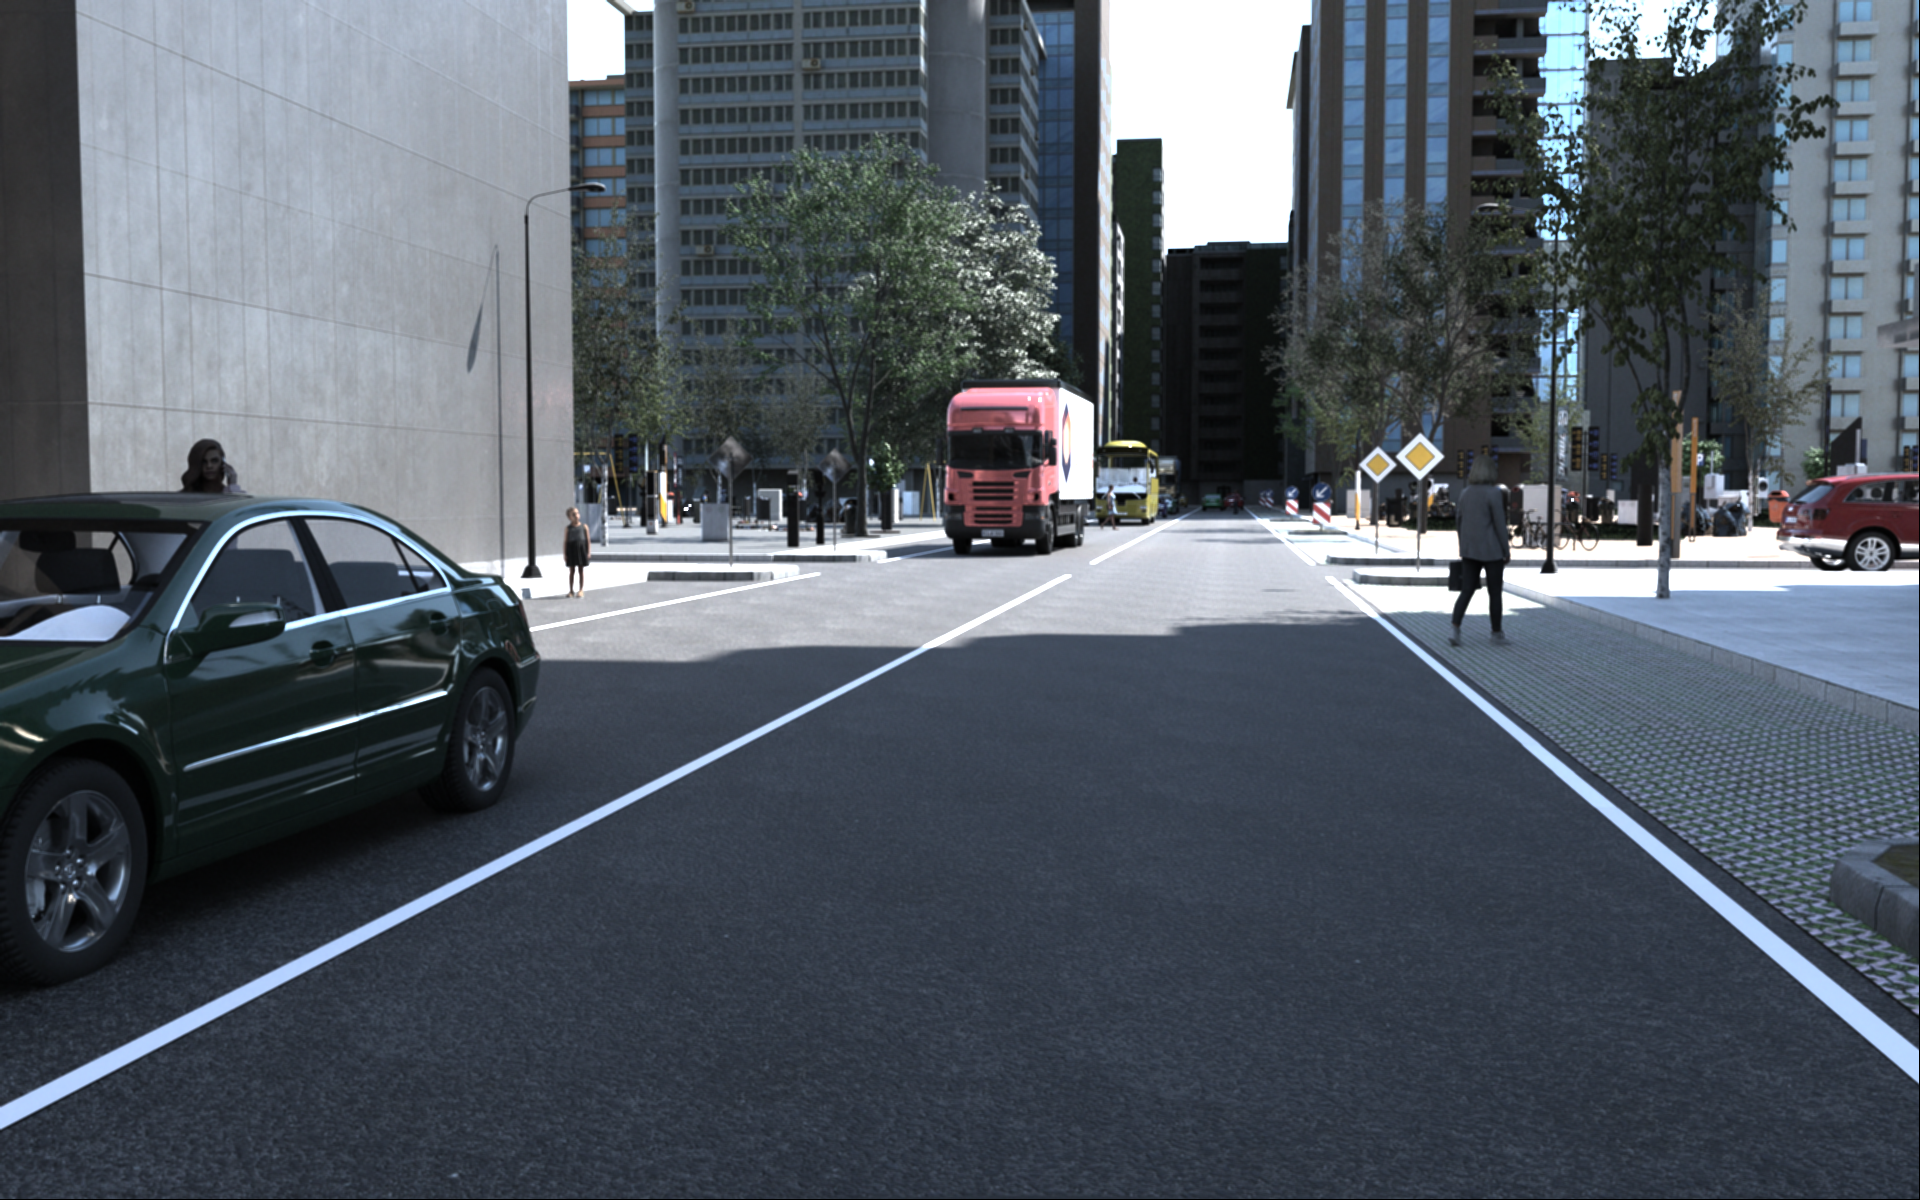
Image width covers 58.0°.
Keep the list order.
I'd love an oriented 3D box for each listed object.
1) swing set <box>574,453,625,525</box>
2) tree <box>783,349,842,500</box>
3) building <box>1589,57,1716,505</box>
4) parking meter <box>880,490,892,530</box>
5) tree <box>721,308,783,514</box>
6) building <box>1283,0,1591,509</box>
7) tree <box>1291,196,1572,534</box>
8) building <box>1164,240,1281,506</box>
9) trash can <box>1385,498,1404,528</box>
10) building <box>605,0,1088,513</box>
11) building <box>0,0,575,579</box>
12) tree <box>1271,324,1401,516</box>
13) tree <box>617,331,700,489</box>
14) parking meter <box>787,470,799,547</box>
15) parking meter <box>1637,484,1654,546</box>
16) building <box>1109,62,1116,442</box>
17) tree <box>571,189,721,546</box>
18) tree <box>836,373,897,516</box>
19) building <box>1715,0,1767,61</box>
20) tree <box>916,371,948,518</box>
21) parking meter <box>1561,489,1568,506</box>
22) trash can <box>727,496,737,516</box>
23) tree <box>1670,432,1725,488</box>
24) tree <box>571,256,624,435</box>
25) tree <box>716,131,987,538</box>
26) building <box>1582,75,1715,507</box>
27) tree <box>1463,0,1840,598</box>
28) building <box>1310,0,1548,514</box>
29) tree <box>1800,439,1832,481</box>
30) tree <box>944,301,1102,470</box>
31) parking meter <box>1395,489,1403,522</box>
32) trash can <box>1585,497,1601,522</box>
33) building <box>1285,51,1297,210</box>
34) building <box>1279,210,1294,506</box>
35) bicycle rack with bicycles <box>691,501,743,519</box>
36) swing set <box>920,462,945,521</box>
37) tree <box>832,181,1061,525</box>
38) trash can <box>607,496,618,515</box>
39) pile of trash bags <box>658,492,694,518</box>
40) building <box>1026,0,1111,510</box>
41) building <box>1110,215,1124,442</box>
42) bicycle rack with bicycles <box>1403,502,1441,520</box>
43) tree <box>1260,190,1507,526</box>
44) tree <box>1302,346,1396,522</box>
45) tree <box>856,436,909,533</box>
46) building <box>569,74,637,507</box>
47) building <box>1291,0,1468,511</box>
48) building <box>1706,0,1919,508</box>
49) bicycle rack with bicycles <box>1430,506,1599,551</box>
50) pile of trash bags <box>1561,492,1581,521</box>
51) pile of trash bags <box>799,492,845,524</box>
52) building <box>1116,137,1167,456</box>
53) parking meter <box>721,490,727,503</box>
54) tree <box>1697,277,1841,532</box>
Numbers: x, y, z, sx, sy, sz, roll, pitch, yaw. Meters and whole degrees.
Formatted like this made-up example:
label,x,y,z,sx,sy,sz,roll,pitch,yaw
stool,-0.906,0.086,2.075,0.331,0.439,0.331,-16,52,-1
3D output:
label,x,y,z,sx,sy,sz,roll,pitch,yaw
swing set,-14.847,-4.203,66.343,3.119,2.851,2.862,1,4,13
tree,-8.091,-8.371,87.226,4.360,8.622,3.978,0,3,0
building,76.123,-35.025,196.367,21.600,48.544,21.300,1,4,9
parking meter,-2.632,-3.429,61.780,0.399,1.863,0.255,0,4,7
tree,-9.650,-7.285,69.466,4.360,8.622,3.978,0,3,0
building,38.112,-50.508,138.472,22.319,86.520,31.000,1,4,9
tree,14.816,-7.387,55.185,8.767,10.594,7.601,1,4,10
building,30.786,-26.224,200.468,14.107,30.474,14.160,1,4,9
trash can,16.712,-3.362,66.614,0.748,1.137,0.748,0,3,0
building,-7.193,-26.562,126.173,32.217,40.220,23.993,1,4,9
building,-22.016,-12.606,25.176,30.058,24.678,14.314,1,4,9
tree,22.374,-10.830,102.832,9.928,11.665,9.643,0,3,0
tree,-13.960,-7.846,78.651,4.737,8.622,4.395,0,3,0
parking meter,-4.048,-2.221,42.027,0.255,1.863,0.399,0,4,0
parking meter,16.926,-2.101,42.769,0.372,1.533,0.369,0,3,0
building,6.347,-28.993,157.625,14.154,41.232,14.086,1,4,9
tree,-8.733,-5.651,42.759,4.360,8.622,3.978,0,3,0
tree,-5.306,-9.137,99.754,4.737,8.622,4.395,0,3,0
building,96.974,-46.126,192.414,20.611,71.187,20.563,1,4,9
tree,-1.077,-8.702,92.641,4.360,8.622,3.978,0,3,0
parking meter,27.566,-4.321,79.063,0.372,1.533,0.369,0,3,0
trash can,-13.607,-5.562,102.599,0.748,1.137,0.748,0,3,0
tree,37.534,-6.436,88.946,4.285,4.588,4.351,0,3,0
tree,-14.483,-7.483,56.756,7.601,10.594,8.767,0,4,6
tree,-3.033,-7.664,51.059,9.928,11.665,9.643,0,3,0
building,65.621,-29.908,172.596,14.086,41.232,14.154,1,4,9
tree,8.445,-4.330,21.163,4.737,8.622,4.395,0,3,0
building,30.920,-28.562,117.104,14.600,45.320,14.200,1,4,9
tree,51.813,-7.304,103.128,4.285,4.588,4.351,0,3,0
tree,3.787,-11.210,100.295,9.611,12.733,9.660,0,3,0
parking meter,20.522,-4.437,80.962,0.372,1.533,0.369,0,3,0
trash can,29.345,-4.202,80.363,0.748,1.137,0.748,0,3,0
building,52.432,-37.579,203.650,27.495,52.752,28.713,1,4,9
building,40.396,-24.786,176.951,14.160,30.474,14.107,1,4,9
bicycle rack with bicycles,-12.334,-4.669,89.721,2.925,0.926,2.852,-3,5,-41
swing set,-0.086,-5.263,83.674,3.119,2.851,2.862,-1,4,-15
tree,-0.509,-10.067,71.252,9.857,13.997,8.962,0,3,0
trash can,-21.517,-5.835,107.049,0.748,1.137,0.748,0,3,0
pile of trash bags,-15.804,-5.248,95.550,1.912,1.369,3.447,-1,4,-17
building,5.013,-30.172,143.422,14.600,45.320,14.200,1,4,9
building,9.993,-25.078,181.719,14.107,30.474,14.160,1,4,9
bicycle rack with bicycles,22.489,-4.301,83.704,2.852,0.926,2.925,0,4,1
tree,17.021,-9.787,70.380,12.009,13.543,11.850,0,3,0
tree,18.172,-7.912,79.729,4.737,8.622,4.395,0,3,0
tree,-2.628,-3.828,57.188,1.663,3.219,1.824,0,3,0
building,-32.364,-32.331,183.234,28.867,44.769,22.147,1,4,9
building,38.539,-31.338,162.489,14.600,45.320,14.200,1,4,9
building,87.629,-33.319,164.366,30.456,49.044,23.786,1,4,9
bicycle rack with bicycles,12.920,-1.628,39.994,2.852,0.926,2.925,-1,4,-13
pile of trash bags,26.326,-4.116,77.056,3.447,1.369,1.912,-2,4,-32
pile of trash bags,-6.136,-4.070,76.301,1.912,1.369,3.447,3,5,44
building,16.900,-31.742,202.577,14.086,41.232,14.154,1,4,9
parking meter,-13.386,-5.476,97.951,0.372,1.533,0.369,0,3,0
tree,27.132,-6.630,58.766,4.360,8.622,3.978,0,3,0
